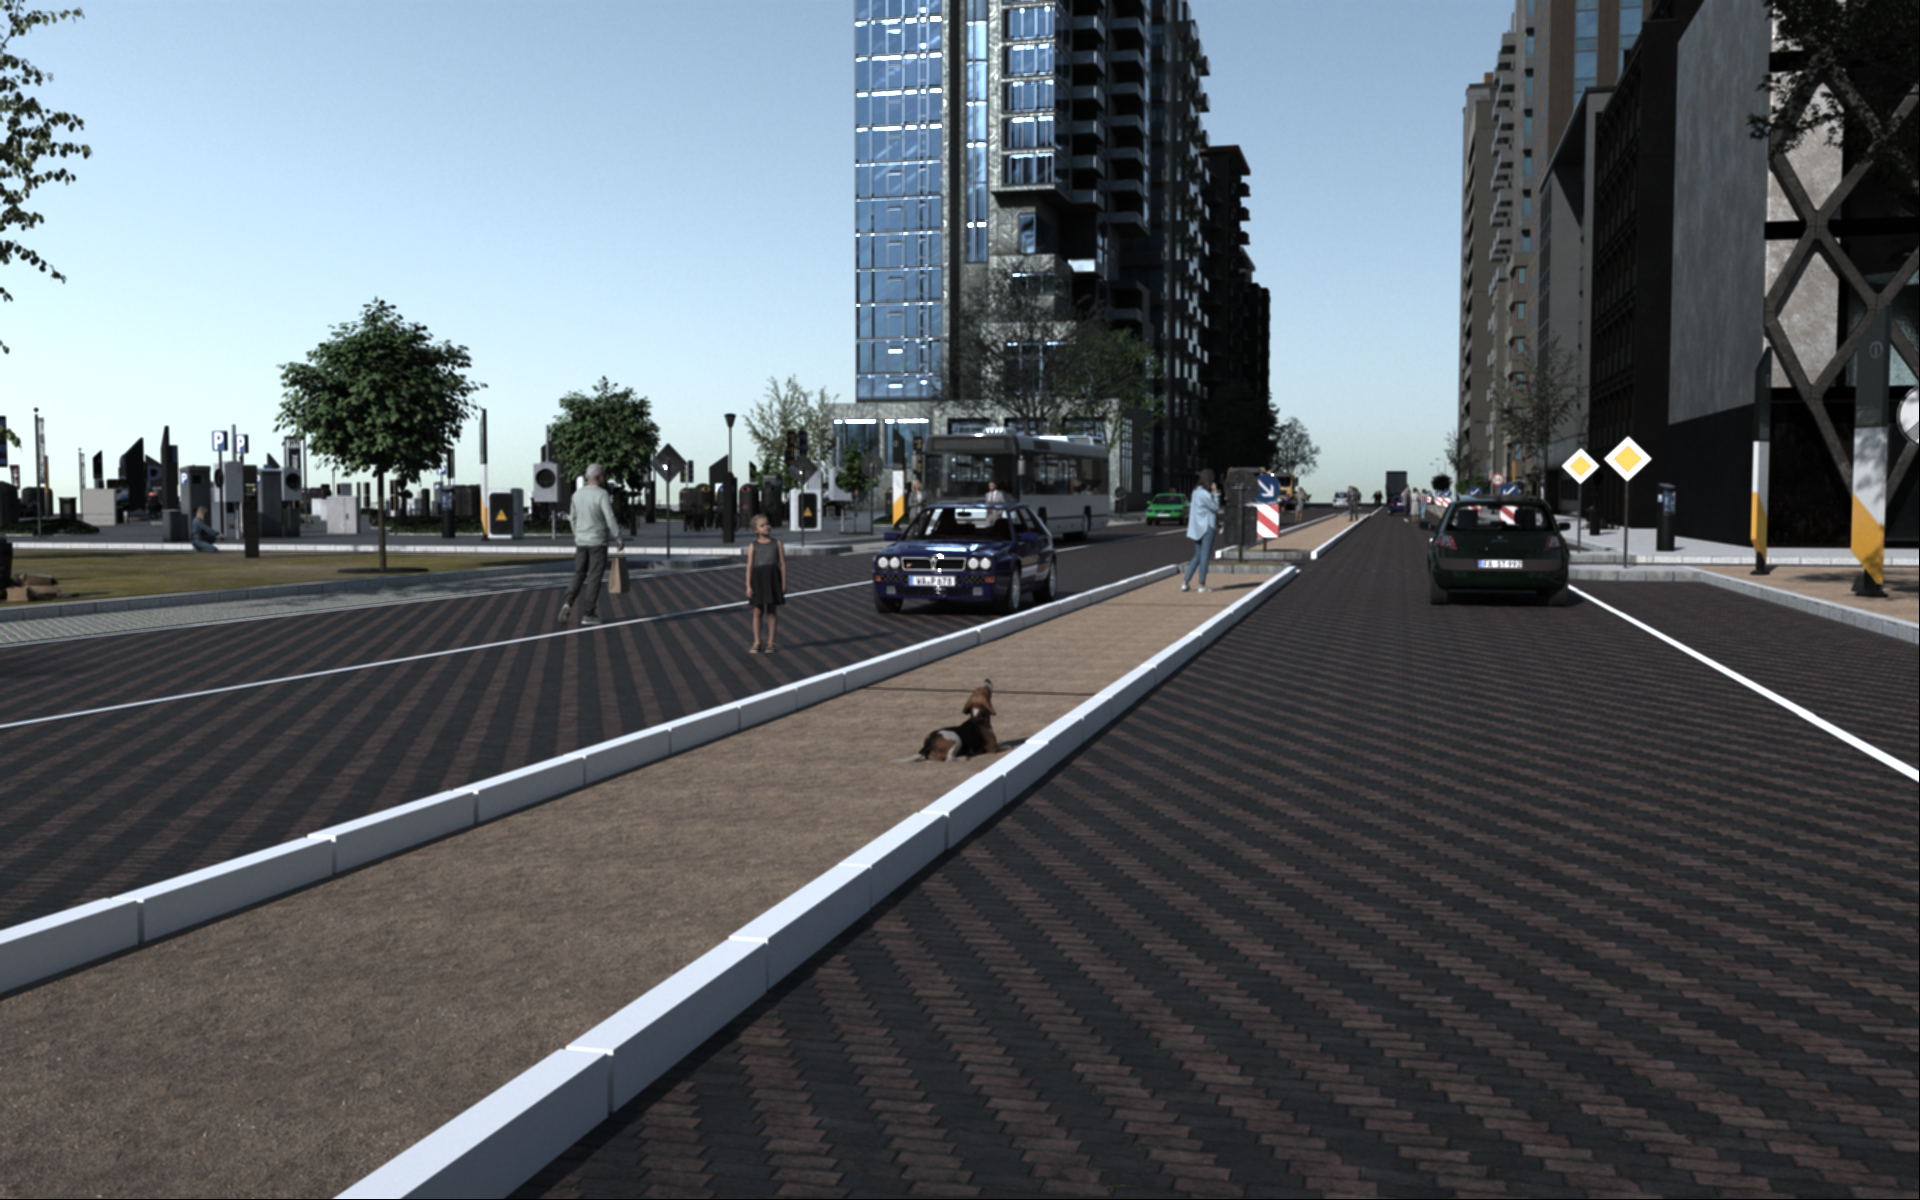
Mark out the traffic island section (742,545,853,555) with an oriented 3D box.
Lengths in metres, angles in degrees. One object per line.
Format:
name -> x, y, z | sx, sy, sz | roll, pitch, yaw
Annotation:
traffic island section -> -3.845, -1.213, 42.117 | 2.009, 0.180, 2.903 | 1, 4, 14

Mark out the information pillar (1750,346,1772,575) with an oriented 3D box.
information pillar -> 12.668, -2.203, 27.377 | 0.183, 3.616, 0.504 | 3, 5, 44

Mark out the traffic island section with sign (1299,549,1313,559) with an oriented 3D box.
traffic island section with sign -> 6.934, -1.890, 39.044 | 2.006, 1.907, 1.989 | 1, 4, 14

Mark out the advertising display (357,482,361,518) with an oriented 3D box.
advertising display -> -32.617, -5.433, 94.037 | 0.123, 1.923, 0.974 | -1, 4, -14

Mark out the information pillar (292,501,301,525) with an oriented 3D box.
information pillar -> -26.631, -3.964, 69.302 | 0.304, 2.012, 0.304 | 2, 4, 30

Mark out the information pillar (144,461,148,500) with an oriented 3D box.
information pillar -> -53.603, -7.492, 113.850 | 0.183, 3.616, 0.504 | 1, 4, 14

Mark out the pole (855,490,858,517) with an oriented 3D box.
pole -> -5.772, -6.263, 96.239 | 0.158, 3.312, 0.155 | 0, 3, 0

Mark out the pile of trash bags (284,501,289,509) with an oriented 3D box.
pile of trash bags -> -36.731, -5.110, 93.308 | 3.447, 1.369, 1.912 | 2, 4, 31

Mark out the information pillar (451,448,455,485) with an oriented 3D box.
information pillar -> -25.952, -5.948, 88.608 | 0.183, 3.616, 0.504 | -2, 4, -31

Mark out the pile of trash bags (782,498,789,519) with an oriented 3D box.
pile of trash bags -> -8.678, -4.789, 88.055 | 1.912, 1.369, 3.447 | 1, 4, 22

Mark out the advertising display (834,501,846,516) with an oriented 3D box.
advertising display -> -6.984, -5.763, 99.446 | 0.974, 1.923, 0.123 | -3, 4, -38

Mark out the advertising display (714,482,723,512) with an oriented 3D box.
advertising display -> -13.150, -5.554, 96.025 | 0.974, 1.923, 0.123 | 1, 4, 20

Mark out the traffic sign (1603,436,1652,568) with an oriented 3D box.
traffic sign -> 11.514, -1.607, 29.922 | 0.795, 2.450, 0.064 | 1, 4, 14

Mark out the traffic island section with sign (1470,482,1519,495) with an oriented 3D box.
traffic island section with sign -> 18.683, -3.110, 59.473 | 1.989, 1.847, 2.006 | 1, 4, 14

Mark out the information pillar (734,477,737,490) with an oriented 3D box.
information pillar -> -9.987, -4.380, 76.101 | 0.304, 2.012, 0.304 | 1, 4, 22

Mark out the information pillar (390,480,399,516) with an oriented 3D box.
information pillar -> -28.680, -5.096, 87.812 | 0.304, 2.012, 0.304 | 2, 4, 24

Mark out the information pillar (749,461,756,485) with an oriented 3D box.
information pillar -> -14.539, -7.960, 121.501 | 0.504, 3.616, 0.183 | -1, 4, -22

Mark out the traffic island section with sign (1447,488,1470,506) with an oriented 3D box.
traffic island section with sign -> 25.441, -4.741, 86.147 | 1.989, 1.847, 2.006 | 1, 4, 14

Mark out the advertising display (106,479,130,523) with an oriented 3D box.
advertising display -> -36.780, -4.311, 75.701 | 0.123, 1.923, 0.974 | 2, 4, 34

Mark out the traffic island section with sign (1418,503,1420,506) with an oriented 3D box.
traffic island section with sign -> 57.733, -12.540, 213.660 | 1.989, 1.847, 2.006 | 1, 4, 14

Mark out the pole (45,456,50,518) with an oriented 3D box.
pole -> -48.387, -5.990, 91.774 | 0.158, 3.312, 0.155 | 0, 3, 0

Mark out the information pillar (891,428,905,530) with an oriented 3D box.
information pillar -> -2.173, -4.265, 61.088 | 0.504, 3.616, 0.183 | 2, 4, 35

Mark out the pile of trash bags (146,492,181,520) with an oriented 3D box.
pile of trash bags -> -40.163, -4.755, 87.494 | 3.447, 1.369, 1.912 | 3, 5, 42

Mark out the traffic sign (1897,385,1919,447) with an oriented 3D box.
traffic sign -> 11.000, -1.193, 19.609 | 0.768, 2.556, 0.104 | 1, 4, 18

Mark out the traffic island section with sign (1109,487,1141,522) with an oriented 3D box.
traffic island section with sign -> 8.381, -5.001, 90.387 | 1.989, 1.847, 2.006 | 1, 4, 14

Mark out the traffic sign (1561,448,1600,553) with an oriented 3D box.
traffic sign -> 13.475, -2.081, 37.664 | 0.795, 2.450, 0.064 | 1, 4, 14

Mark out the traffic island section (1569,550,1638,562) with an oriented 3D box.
traffic island section -> 13.499, -0.945, 37.735 | 2.009, 0.180, 2.903 | 1, 4, 14

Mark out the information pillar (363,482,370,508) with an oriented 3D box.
information pillar -> -36.910, -6.317, 107.780 | 0.304, 2.012, 0.304 | -3, 5, -42

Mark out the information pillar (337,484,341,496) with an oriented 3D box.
information pillar -> -43.301, -7.121, 120.920 | 0.304, 2.012, 0.304 | 0, 4, 4

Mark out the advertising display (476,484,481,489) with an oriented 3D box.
advertising display -> -32.291, -6.824, 116.790 | 0.123, 1.923, 0.974 | 2, 4, 24

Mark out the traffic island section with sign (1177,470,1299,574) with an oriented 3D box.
traffic island section with sign -> 5.106, -1.451, 31.865 | 2.006, 1.907, 1.989 | 1, 4, 14

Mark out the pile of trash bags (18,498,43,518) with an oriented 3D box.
pile of trash bags -> -51.576, -5.123, 93.520 | 1.912, 1.369, 3.447 | 2, 4, 30

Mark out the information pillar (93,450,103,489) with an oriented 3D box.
information pillar -> -45.913, -6.174, 92.298 | 0.183, 3.616, 0.504 | 2, 4, 33

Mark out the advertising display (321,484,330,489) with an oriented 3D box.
advertising display -> -41.475, -6.606, 113.228 | 0.123, 1.923, 0.974 | 0, 4, 7

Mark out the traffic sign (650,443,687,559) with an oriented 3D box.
traffic sign -> -5.781, -1.876, 34.308 | 0.795, 2.450, 0.064 | 1, 4, 14

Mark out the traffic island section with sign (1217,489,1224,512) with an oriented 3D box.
traffic island section with sign -> 20.619, -7.953, 138.660 | 1.989, 1.847, 2.006 | 1, 4, 14

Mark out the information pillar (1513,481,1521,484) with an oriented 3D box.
information pillar -> 31.116, -5.648, 96.838 | 0.304, 2.012, 0.304 | -3, 4, -39

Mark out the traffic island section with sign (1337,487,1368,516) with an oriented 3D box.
traffic island section with sign -> 25.378, -6.346, 111.892 | 2.006, 1.907, 1.989 | 1, 4, 14

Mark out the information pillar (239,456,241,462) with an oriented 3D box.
information pillar -> -44.224, -7.051, 106.633 | 0.183, 3.616, 0.504 | -3, 4, -37

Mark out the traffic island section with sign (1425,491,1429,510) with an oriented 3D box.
traffic island section with sign -> 44.390, -9.316, 160.949 | 1.989, 1.847, 2.006 | 1, 4, 14

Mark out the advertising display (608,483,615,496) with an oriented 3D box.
advertising display -> -20.198, -5.776, 99.658 | 0.123, 1.923, 0.974 | 2, 4, 27

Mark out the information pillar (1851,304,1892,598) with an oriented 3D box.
information pillar -> 11.366, -1.850, 21.603 | 0.183, 3.616, 0.504 | -1, 4, -13

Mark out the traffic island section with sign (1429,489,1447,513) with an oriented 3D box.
traffic island section with sign -> 37.564, -7.669, 134.018 | 1.989, 1.847, 2.006 | 1, 4, 14

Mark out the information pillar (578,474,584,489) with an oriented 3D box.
information pillar -> -17.711, -5.483, 81.007 | 0.183, 3.616, 0.504 | -3, 5, -41

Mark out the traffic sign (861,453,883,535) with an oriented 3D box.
traffic sign -> -2.756, -3.299, 54.040 | 0.768, 2.556, 0.104 | 1, 4, 21

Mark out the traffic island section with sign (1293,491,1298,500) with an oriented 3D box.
traffic island section with sign -> 47.508, -14.446, 244.817 | 1.989, 1.847, 2.006 | 1, 4, 14

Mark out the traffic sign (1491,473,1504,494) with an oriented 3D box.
traffic sign -> 32.771, -6.452, 105.598 | 0.768, 2.556, 0.104 | 1, 4, 16

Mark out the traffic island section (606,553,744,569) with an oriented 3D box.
traffic island section -> -5.806, -0.740, 34.376 | 2.009, 0.180, 2.903 | 1, 4, 14

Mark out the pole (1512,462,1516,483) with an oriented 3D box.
pole -> 34.715, -7.018, 108.579 | 0.158, 3.312, 0.155 | 0, 3, 0

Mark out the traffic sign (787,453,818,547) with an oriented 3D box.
traffic sign -> -3.820, -2.349, 42.049 | 0.795, 2.450, 0.064 | 1, 4, 14

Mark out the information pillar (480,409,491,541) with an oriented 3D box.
information pillar -> -13.148, -3.455, 47.836 | 0.183, 3.616, 0.504 | -2, 4, -28

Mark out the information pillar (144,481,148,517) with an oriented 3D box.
information pillar -> -46.492, -5.756, 98.597 | 0.304, 2.012, 0.304 | 2, 4, 26

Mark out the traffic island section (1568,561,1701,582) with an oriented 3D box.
traffic island section -> 11.538, -0.472, 29.993 | 2.009, 0.180, 2.903 | 1, 4, 14

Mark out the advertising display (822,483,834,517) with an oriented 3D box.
advertising display -> -7.781, -5.699, 98.386 | 0.974, 1.923, 0.123 | -2, 4, -32
